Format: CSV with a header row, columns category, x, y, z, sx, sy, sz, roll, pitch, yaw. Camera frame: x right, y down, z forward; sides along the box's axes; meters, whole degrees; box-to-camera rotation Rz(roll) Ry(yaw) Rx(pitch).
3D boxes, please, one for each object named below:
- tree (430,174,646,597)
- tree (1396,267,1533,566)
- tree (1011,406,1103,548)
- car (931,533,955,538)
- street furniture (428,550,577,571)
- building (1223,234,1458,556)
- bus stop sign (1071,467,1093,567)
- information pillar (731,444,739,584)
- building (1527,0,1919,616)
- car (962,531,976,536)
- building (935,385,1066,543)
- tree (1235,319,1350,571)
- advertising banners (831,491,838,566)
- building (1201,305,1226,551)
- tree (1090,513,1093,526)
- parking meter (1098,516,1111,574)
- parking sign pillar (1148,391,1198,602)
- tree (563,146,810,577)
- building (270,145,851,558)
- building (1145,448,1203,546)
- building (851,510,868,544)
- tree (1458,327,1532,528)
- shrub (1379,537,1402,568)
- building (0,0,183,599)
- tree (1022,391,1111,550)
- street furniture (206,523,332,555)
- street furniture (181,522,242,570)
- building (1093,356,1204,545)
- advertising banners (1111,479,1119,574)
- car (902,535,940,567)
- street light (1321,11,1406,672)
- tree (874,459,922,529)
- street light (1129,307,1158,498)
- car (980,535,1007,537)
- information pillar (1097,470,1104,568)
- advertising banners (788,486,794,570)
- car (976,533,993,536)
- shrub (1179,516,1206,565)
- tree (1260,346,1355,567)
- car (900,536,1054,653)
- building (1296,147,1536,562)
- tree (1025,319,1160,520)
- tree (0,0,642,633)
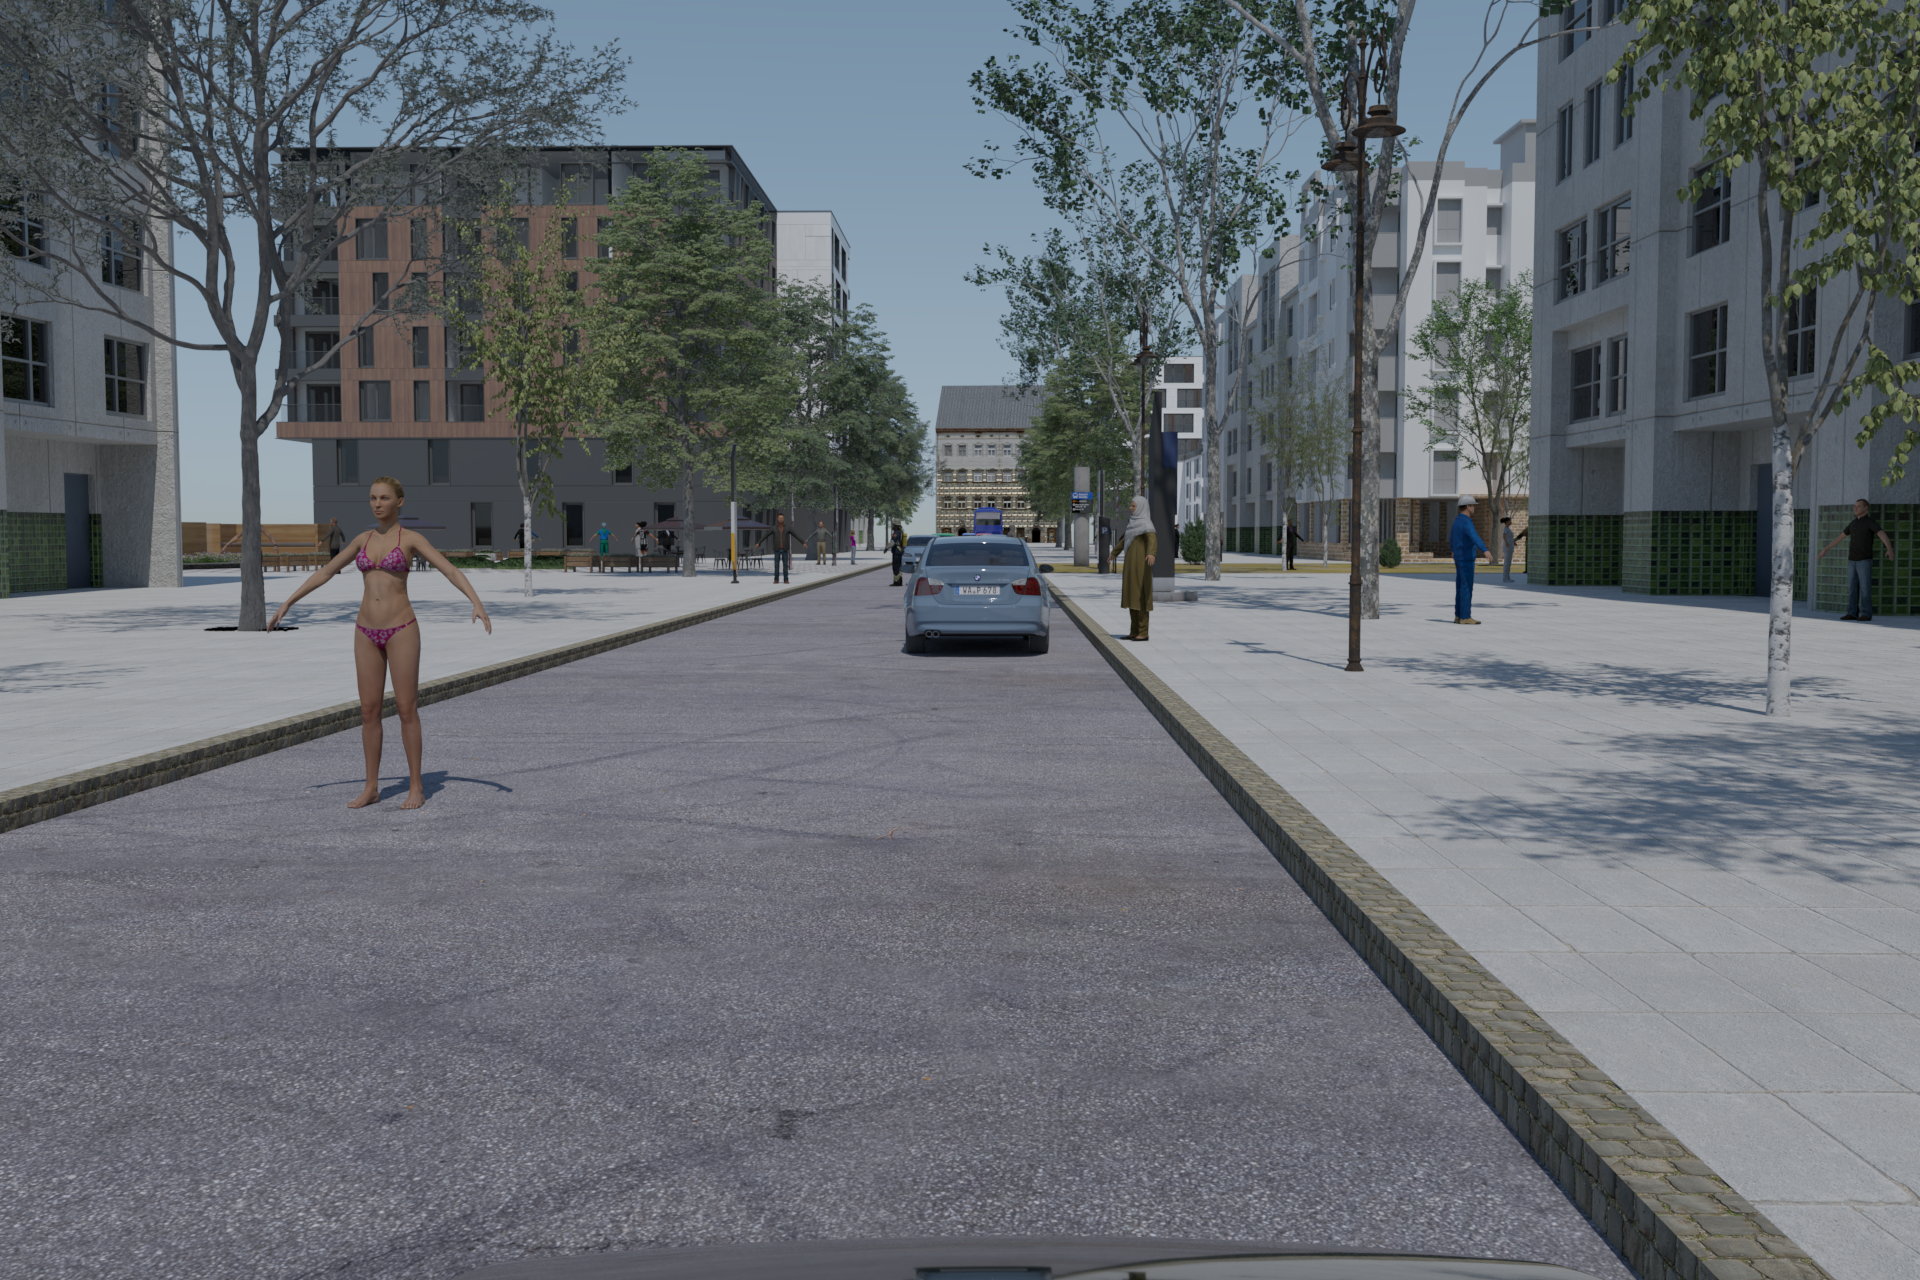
category,x,y,z,sx,sy,sz,roll,pitch,yaw
tree,-8.579,-5.187,35.172,4.737,8.622,4.395,0,3,0
tree,21.298,-8.751,68.834,9.928,11.665,9.643,0,3,0
tree,9.271,-15.647,162.488,9.857,13.997,8.962,0,3,0
car,-0.961,-5.282,95.154,1.959,1.807,4.718,0,4,1
street furniture,-16.759,-3.071,65.831,5.734,0.657,10.072,0,4,-3
building,27.386,-14.943,110.775,16.747,18.905,31.486,0,4,1
bus stop sign,4.789,-4.840,68.148,0.837,3.901,0.837,0,4,2
information pillar,-5.845,-3.269,44.803,0.183,3.616,0.504,0,4,0
building,22.595,-9.883,28.040,16.747,18.905,31.486,0,4,1
car,0.800,-8.540,149.222,1.945,1.707,3.694,0,4,1
building,6.369,-25.717,253.858,18.063,23.208,19.493,0,4,5
tree,11.064,-6.716,60.164,4.360,8.622,3.978,0,3,0
advertising banners,-5.072,-4.536,70.347,0.090,3.025,2.074,0,4,2
building,24.781,-17.348,140.066,16.016,20.090,11.380,0,4,1
tree,21.694,-20.106,246.856,7.486,12.596,7.792,0,3,0
parking meter,4.654,-3.056,55.671,0.399,1.863,0.255,0,4,2
parking sign pillar,3.889,-2.749,33.412,1.447,3.967,1.447,0,4,1
tree,-8.502,-8.169,51.686,7.486,12.596,7.792,0,3,0
building,-22.102,-16.136,107.801,27.936,21.610,32.646,0,4,1
building,24.468,-14.757,183.425,9.099,9.664,28.070,0,4,1
building,-21.350,-21.653,220.485,16.747,18.905,31.486,0,4,2
tree,19.490,-6.822,61.897,4.360,8.622,3.978,0,3,0
shrub,16.063,-3.277,64.694,1.383,1.207,1.383,0,3,0
building,-27.470,-9.737,25.660,16.747,18.905,31.486,0,4,1
tree,8.562,-13.356,136.503,7.486,12.596,7.792,0,3,0
street furniture,-30.977,-4.183,75.241,11.010,1.723,9.812,0,4,0
street furniture,-29.513,-3.481,63.762,9.812,1.723,11.010,1,4,16
building,30.376,-22.687,214.911,27.936,21.610,32.646,0,4,1
advertising banners,5.049,-3.678,56.321,0.090,3.025,2.074,0,4,1
car,-1.417,-3.463,68.625,2.014,1.417,4.499,0,4,1
street light,3.691,-2.645,16.038,0.468,5.910,1.993,0,4,1
tree,-9.232,-20.611,255.124,7.486,12.596,7.792,0,3,0
street light,3.742,-3.831,35.429,0.468,5.910,1.993,0,4,1
car,1.415,-3.706,72.593,2.014,1.417,4.499,0,4,2
information pillar,5.233,-4.471,64.411,0.184,3.620,1.656,0,4,2
advertising banners,-6.090,-4.024,61.985,0.090,3.025,2.074,0,4,3
car,1.935,-7.747,135.702,2.155,1.783,4.494,0,3,0
shrub,9.809,-4.131,71.580,1.661,2.075,1.752,0,3,0
tree,14.340,-7.121,66.798,4.360,8.622,3.978,0,3,0
car,0.217,-0.617,22.085,2.014,1.417,4.499,0,4,0
building,23.159,-14.368,91.335,16.016,20.090,11.380,0,4,2
tree,7.160,-10.632,91.967,7.486,12.596,7.792,0,3,0
tree,-9.356,-6.872,22.723,12.009,13.543,11.850,0,3,0
